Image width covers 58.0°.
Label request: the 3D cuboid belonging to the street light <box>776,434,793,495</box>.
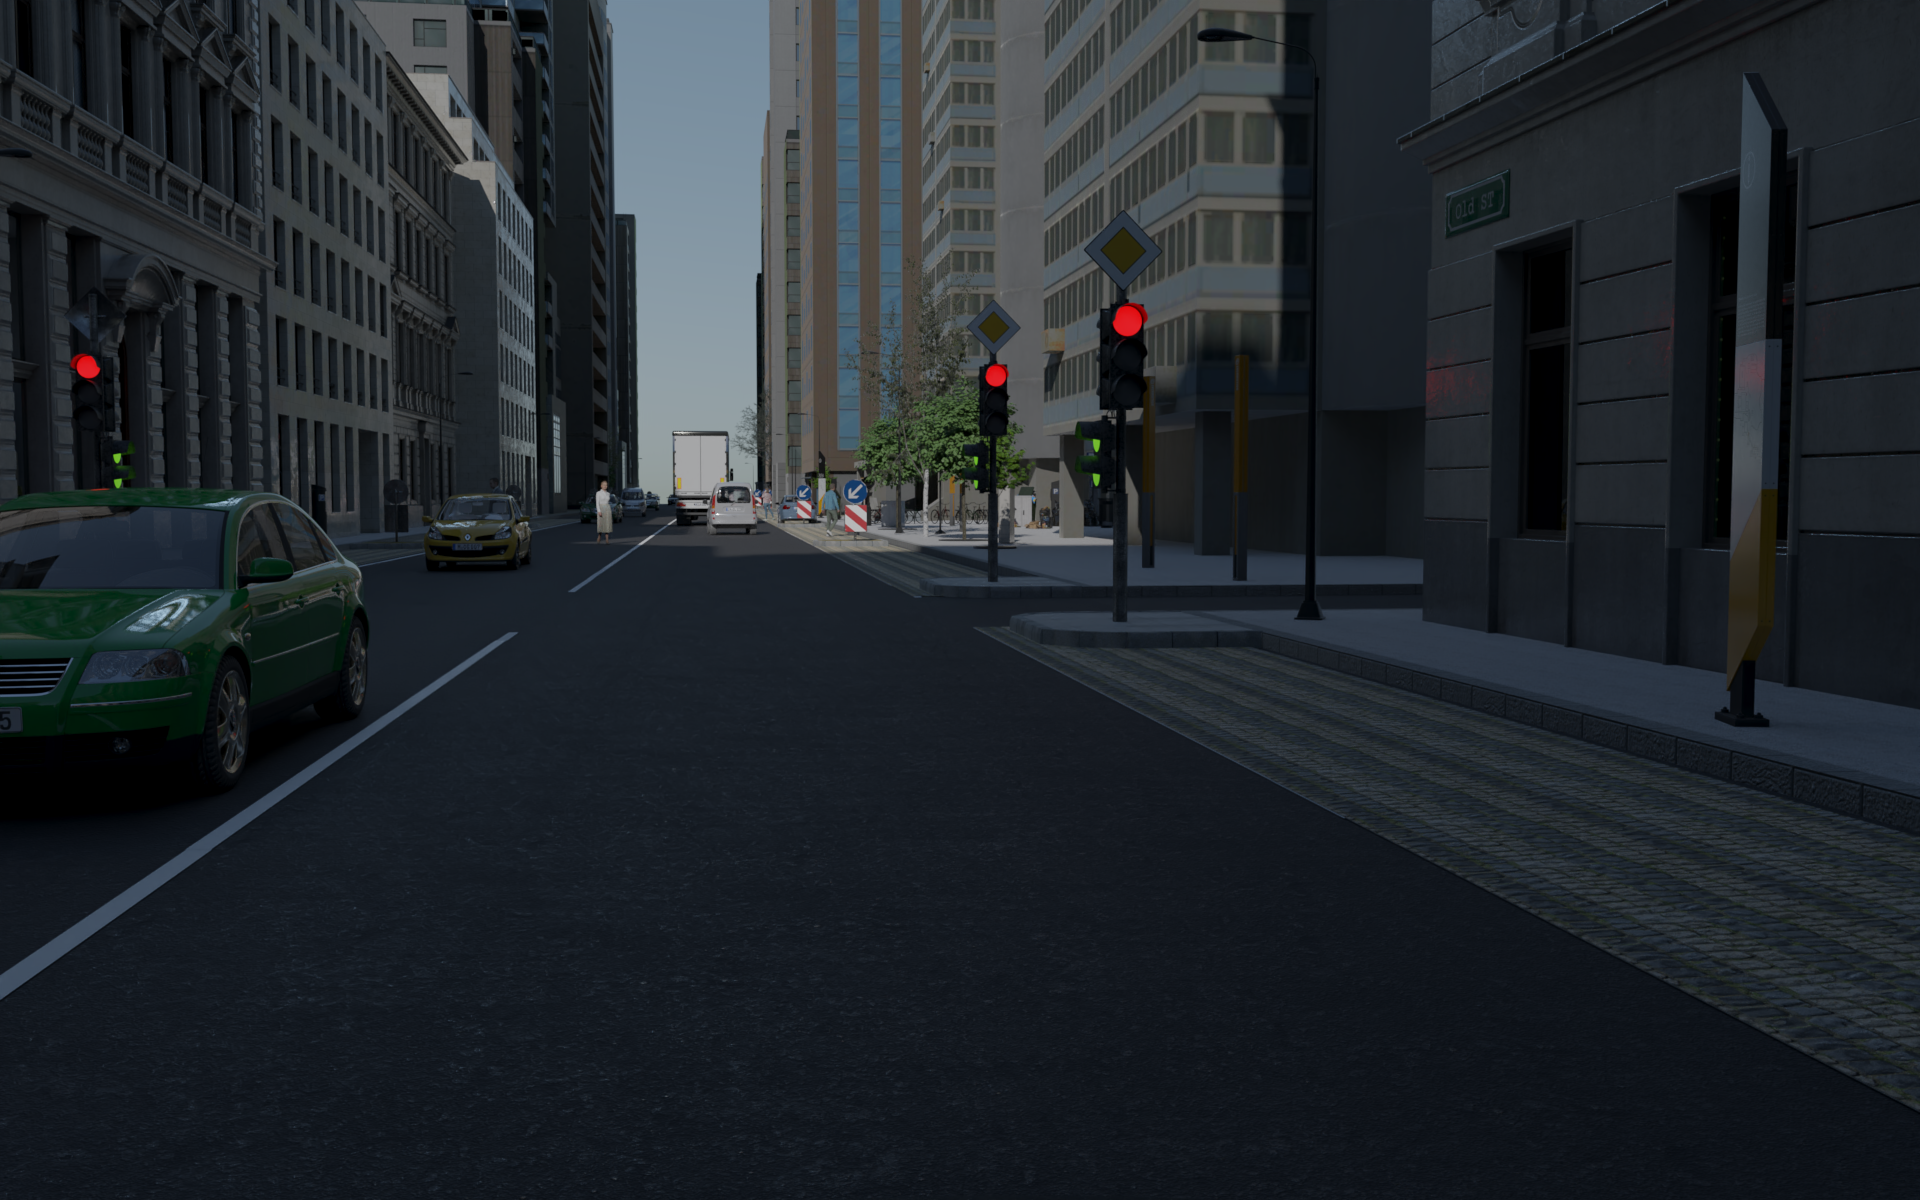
[{"bbox_3d":[-13.422,-9.812,132.961,1.470,5.913,1.316,0,4,-8],"label":"street light"}]

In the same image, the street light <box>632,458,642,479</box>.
[{"bbox_3d":[-41.784,-15.385,224.085,1.470,5.913,1.316,0,4,-8],"label":"street light"}]

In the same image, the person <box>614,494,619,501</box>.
[{"bbox_3d":[-25.988,-7.254,130.364,0.557,1.426,1.065,3,5,44],"label":"person"}]

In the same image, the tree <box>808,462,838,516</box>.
[{"bbox_3d":[-7.943,-6.615,102.763,1.663,3.219,1.824,0,3,0],"label":"tree"}]

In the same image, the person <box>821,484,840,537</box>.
[{"bbox_3d":[-4.344,-3.005,57.972,0.601,1.785,0.444,3,5,43],"label":"person"}]

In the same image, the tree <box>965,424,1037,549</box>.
[{"bbox_3d":[0.729,-2.814,40.618,1.663,3.219,1.824,0,3,0],"label":"tree"}]

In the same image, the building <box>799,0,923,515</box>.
[{"bbox_3d":[-3.095,-28.279,112.476,14.600,45.320,14.200,0,4,-8],"label":"building"}]

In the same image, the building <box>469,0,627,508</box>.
[{"bbox_3d":[-54.039,-55.535,220.676,22.319,86.520,31.000,0,4,-8],"label":"building"}]

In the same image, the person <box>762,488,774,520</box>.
[{"bbox_3d":[-10.363,-5.181,93.797,0.643,1.750,0.593,3,5,43],"label":"person"}]

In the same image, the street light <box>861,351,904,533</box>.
[{"bbox_3d":[-2.507,-5.122,56.294,1.470,5.913,1.316,0,4,-8],"label":"street light"}]

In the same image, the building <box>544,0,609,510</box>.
[{"bbox_3d":[-42.380,-32.258,151.126,21.300,48.544,21.600,0,4,-8],"label":"building"}]

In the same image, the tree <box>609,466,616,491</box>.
[{"bbox_3d":[-34.654,-11.229,167.305,4.285,4.588,4.351,0,3,0],"label":"tree"}]

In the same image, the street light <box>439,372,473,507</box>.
[{"bbox_3d":[-19.175,-5.707,65.850,1.470,5.913,1.316,0,4,-8],"label":"street light"}]

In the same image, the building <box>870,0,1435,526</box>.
[{"bbox_3d":[10.966,-24.357,90.124,32.217,40.220,23.993,0,4,-8],"label":"building"}]

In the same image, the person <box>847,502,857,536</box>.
[{"bbox_3d":[-3.659,-3.123,59.364,0.447,1.846,0.655,-1,4,-8],"label":"person"}]

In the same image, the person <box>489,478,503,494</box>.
[{"bbox_3d":[-10.652,-1.906,39.792,0.853,1.813,0.709,-2,4,-30],"label":"person"}]

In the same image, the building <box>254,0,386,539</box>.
[{"bbox_3d":[-23.401,-11.943,50.012,10.420,20.320,16.860,0,4,-8],"label":"building"}]

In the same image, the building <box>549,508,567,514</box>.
[{"bbox_3d":[-39.597,-49.591,123.483,22.319,86.520,31.000,0,4,-8],"label":"building"}]

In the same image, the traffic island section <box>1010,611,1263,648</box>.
[{"bbox_3d":[1.631,0.297,17.430,2.009,0.180,2.903,0,4,-8],"label":"traffic island section"}]

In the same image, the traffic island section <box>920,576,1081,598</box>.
[{"bbox_3d":[0.503,-0.187,25.335,2.009,0.180,2.903,0,4,-8],"label":"traffic island section"}]

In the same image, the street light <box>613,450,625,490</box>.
[{"bbox_3d":[-35.730,-12.766,181.257,1.470,5.913,1.316,0,4,-8],"label":"street light"}]

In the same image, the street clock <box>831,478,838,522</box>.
[{"bbox_3d":[-5.818,-4.614,80.016,0.358,2.002,0.471,-1,4,-10],"label":"street clock"}]

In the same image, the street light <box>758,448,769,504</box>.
[{"bbox_3d":[-19.586,-12.410,175.447,1.470,5.913,1.316,0,4,-8],"label":"street light"}]

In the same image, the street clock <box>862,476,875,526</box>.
[{"bbox_3d":[-3.680,-3.989,69.794,0.471,2.002,0.358,1,4,12],"label":"street clock"}]

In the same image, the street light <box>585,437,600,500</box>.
[{"bbox_3d":[-30.021,-10.322,141.309,1.470,5.913,1.316,0,4,-8],"label":"street light"}]

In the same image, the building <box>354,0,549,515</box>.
[{"bbox_3d":[-32.582,-20.291,103.453,14.160,30.474,14.107,0,4,-8],"label":"building"}]

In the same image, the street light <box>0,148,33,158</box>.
[{"bbox_3d":[-13.152,-3.107,23.338,1.470,5.913,1.316,0,4,-8],"label":"street light"}]

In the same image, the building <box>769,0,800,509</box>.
[{"bbox_3d":[-7.171,-37.907,161.786,21.231,58.520,28.212,0,4,-8],"label":"building"}]

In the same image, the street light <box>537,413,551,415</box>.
[{"bbox_3d":[-24.050,-7.730,98.934,1.470,5.913,1.316,0,4,-8],"label":"street light"}]

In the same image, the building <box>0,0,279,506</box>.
[{"bbox_3d":[-20.209,-12.388,31.422,11.050,23.489,19.941,0,4,-8],"label":"building"}]

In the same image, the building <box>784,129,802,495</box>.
[{"bbox_3d":[-7.331,-22.603,141.261,14.160,30.474,14.107,0,4,-8],"label":"building"}]

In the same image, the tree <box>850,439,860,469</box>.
[{"bbox_3d":[-2.334,-4.822,62.559,4.285,4.588,4.351,0,3,0],"label":"tree"}]

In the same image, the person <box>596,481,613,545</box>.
[{"bbox_3d":[-10.182,-2.487,49.384,0.478,1.798,0.641,-2,4,-31],"label":"person"}]

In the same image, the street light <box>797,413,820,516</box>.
[{"bbox_3d":[-8.589,-7.746,99.190,1.470,5.913,1.316,0,4,-8],"label":"street light"}]

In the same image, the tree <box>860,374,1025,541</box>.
[{"bbox_3d":[0.190,-3.907,47.599,4.285,4.588,4.351,0,3,0],"label":"tree"}]

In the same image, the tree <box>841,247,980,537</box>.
[{"bbox_3d":[-1.161,-6.212,51.936,4.360,8.622,3.978,0,3,0],"label":"tree"}]

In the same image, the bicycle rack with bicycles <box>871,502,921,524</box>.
[{"bbox_3d":[-2.860,-3.765,74.938,2.925,0.926,2.852,-1,4,-16],"label":"bicycle rack with bicycles"}]

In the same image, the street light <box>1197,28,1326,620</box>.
[{"bbox_3d":[3.052,-2.750,17.506,1.470,5.913,1.316,0,4,-8],"label":"street light"}]

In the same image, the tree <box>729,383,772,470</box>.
[{"bbox_3d":[-19.342,-16.767,184.507,12.009,13.543,11.850,0,3,0],"label":"tree"}]

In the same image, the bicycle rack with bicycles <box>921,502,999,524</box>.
[{"bbox_3d":[0.385,-3.708,74.003,2.852,0.926,2.925,-2,4,-28],"label":"bicycle rack with bicycles"}]

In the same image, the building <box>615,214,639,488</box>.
[{"bbox_3d":[-53.016,-34.338,245.020,14.154,41.232,14.086,0,4,-8],"label":"building"}]

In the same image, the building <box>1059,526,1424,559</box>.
[{"bbox_3d":[15.315,-21.422,42.123,23.993,40.220,32.217,0,4,-8],"label":"building"}]

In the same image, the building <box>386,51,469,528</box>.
[{"bbox_3d":[-25.925,-12.433,67.911,10.561,19.102,19.286,0,4,-8],"label":"building"}]

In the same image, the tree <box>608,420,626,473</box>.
[{"bbox_3d":[-35.420,-13.594,172.620,4.360,8.622,3.978,0,3,0],"label":"tree"}]

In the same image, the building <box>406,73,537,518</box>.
[{"bbox_3d":[-27.561,-14.209,87.065,10.420,20.320,16.860,0,4,-8],"label":"building"}]
